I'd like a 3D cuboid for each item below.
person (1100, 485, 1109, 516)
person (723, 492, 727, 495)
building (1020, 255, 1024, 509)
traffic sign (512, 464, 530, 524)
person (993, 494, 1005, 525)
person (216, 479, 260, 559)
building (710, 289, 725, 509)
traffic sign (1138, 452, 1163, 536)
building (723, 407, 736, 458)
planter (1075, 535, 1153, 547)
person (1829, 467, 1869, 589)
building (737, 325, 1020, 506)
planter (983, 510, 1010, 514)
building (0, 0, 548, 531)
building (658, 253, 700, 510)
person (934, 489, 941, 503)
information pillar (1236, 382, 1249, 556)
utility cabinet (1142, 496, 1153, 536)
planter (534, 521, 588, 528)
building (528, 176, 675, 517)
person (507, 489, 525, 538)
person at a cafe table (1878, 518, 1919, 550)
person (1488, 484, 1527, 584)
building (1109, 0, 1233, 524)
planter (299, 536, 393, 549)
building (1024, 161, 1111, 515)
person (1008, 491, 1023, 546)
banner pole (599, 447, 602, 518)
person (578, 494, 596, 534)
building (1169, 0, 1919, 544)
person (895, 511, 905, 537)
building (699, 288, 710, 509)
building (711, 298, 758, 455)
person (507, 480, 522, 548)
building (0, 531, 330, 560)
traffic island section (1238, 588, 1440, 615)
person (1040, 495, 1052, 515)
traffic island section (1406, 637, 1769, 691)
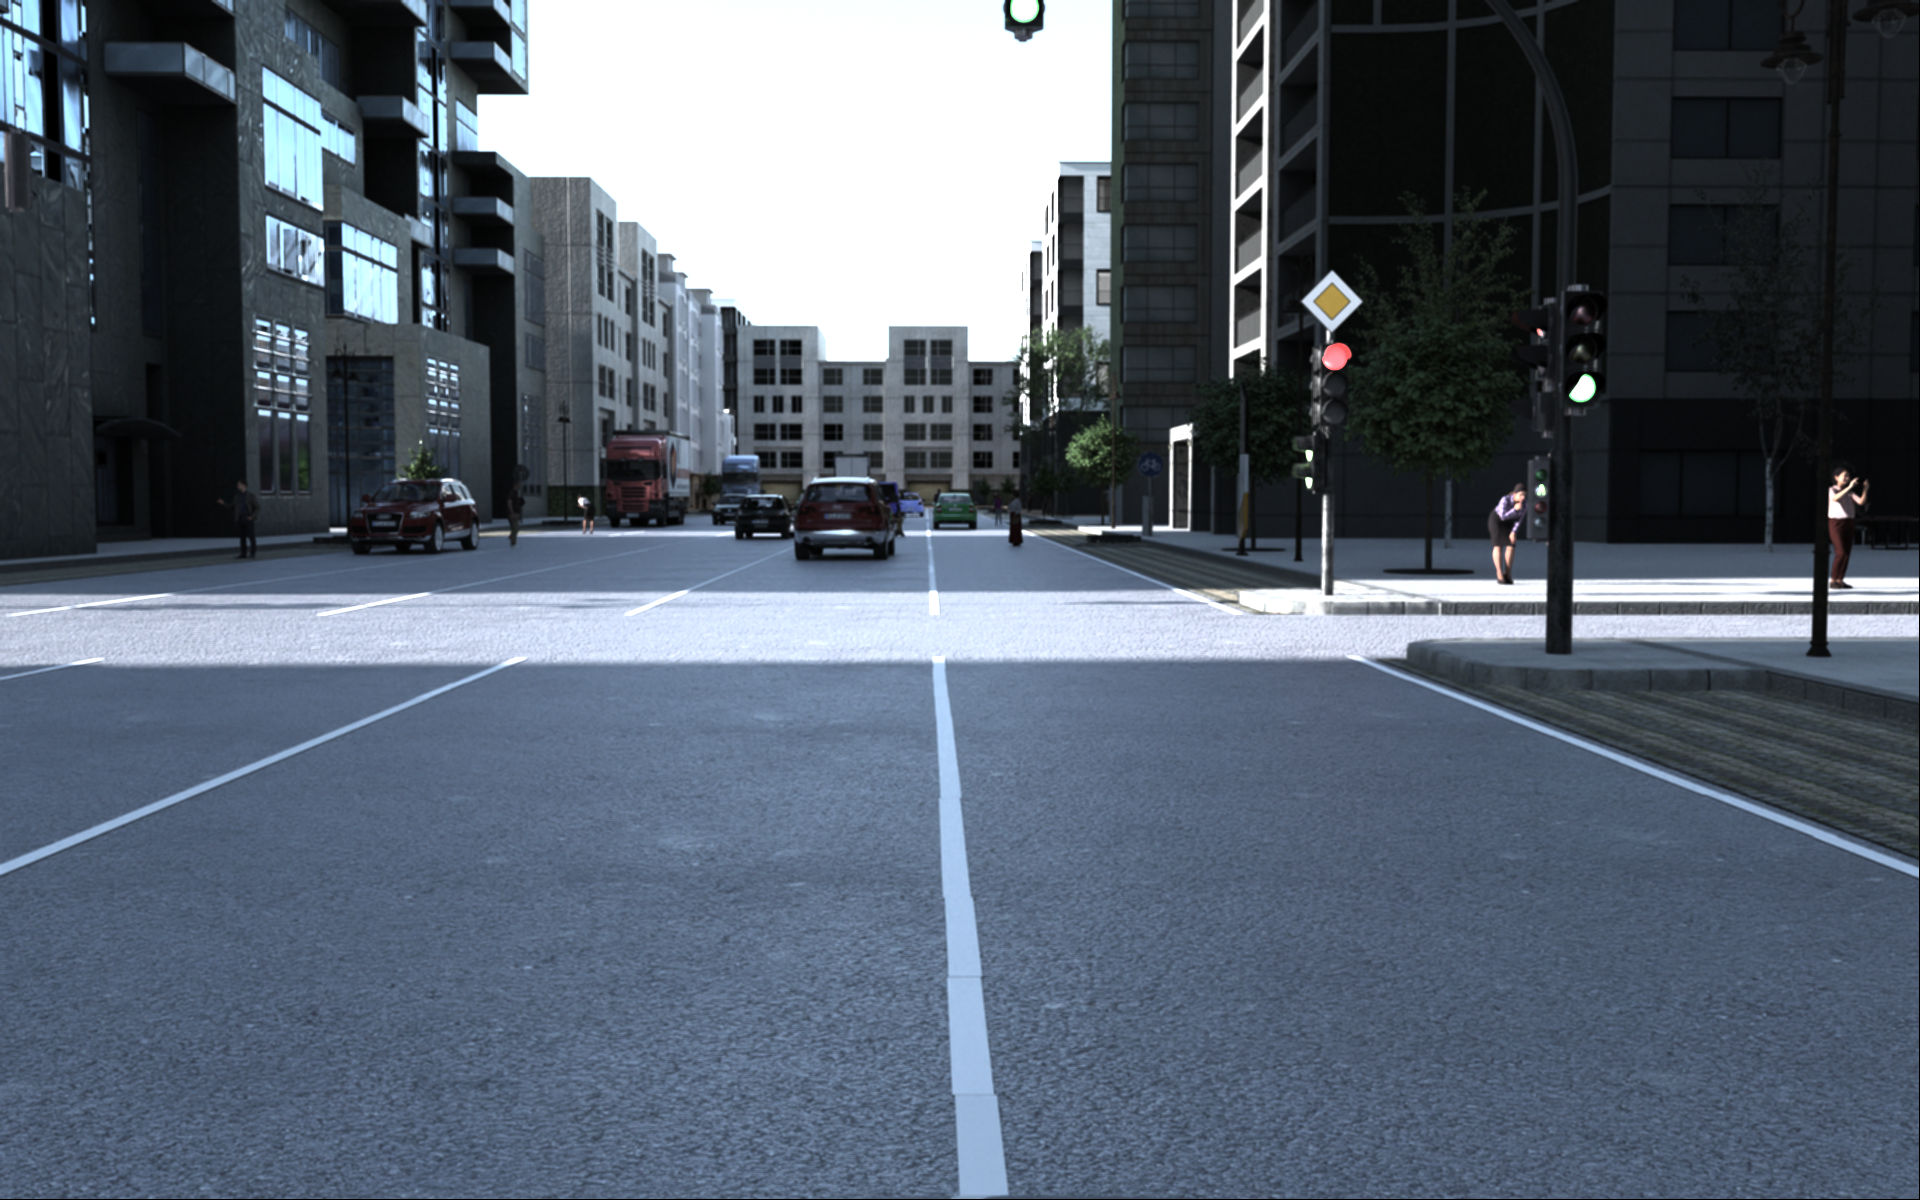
[{"bbox_3d":[8.819,-5.900,102.510,1.348,1.824,0.705,-2,4,-29],"label":"person"},{"bbox_3d":[-11.985,-4.714,87.783,0.499,1.552,0.429,0,4,7],"label":"person"},{"bbox_3d":[19.220,-19.105,156.337,27.936,21.610,32.646,0,4,-1],"label":"building"},{"bbox_3d":[-18.825,-4.535,74.258,0.768,2.556,0.104,1,4,9],"label":"traffic sign"},{"bbox_3d":[1.803,-4.136,79.356,0.726,1.434,0.776,0,4,-7],"label":"person"},{"bbox_3d":[-15.854,-1.775,38.054,0.617,1.759,0.750,2,4,31],"label":"person"},{"bbox_3d":[-29.423,-18.363,156.652,16.016,20.091,11.380,0,4,-1],"label":"building"},{"bbox_3d":[5.755,-3.197,52.373,0.768,2.556,0.104,0,4,0],"label":"traffic sign"},{"bbox_3d":[-36.241,-13.804,167.847,28.070,9.664,9.099,0,4,-1],"label":"building"},{"bbox_3d":[4.160,-1.607,47.420,1.991,0.319,1.994,0,4,-1],"label":"planter"},{"bbox_3d":[12.029,-0.978,23.501,0.517,1.644,0.566,2,4,27],"label":"person"},{"bbox_3d":[-7.697,-19.787,189.979,31.486,18.905,16.747,0,4,-1],"label":"building"},{"bbox_3d":[2.647,-6.276,123.753,1.991,0.319,1.994,0,4,-1],"label":"planter"},{"bbox_3d":[-31.850,-46.832,78.378,22.319,86.520,31.000,0,4,-1],"label":"building"},{"bbox_3d":[-29.133,-16.956,133.658,16.016,20.091,11.380,0,4,-1],"label":"building"},{"bbox_3d":[-1.141,-5.210,94.607,0.541,1.710,0.530,1,4,15],"label":"person"},{"bbox_3d":[5.904,-2.732,36.026,0.183,3.616,0.504,0,4,-4],"label":"information pillar"},{"bbox_3d":[5.805,-2.591,53.519,0.306,1.237,1.020,1,4,9],"label":"utility cabinet"},{"bbox_3d":[-16.813,-3.187,73.253,1.991,0.319,1.994,0,4,-1],"label":"planter"},{"bbox_3d":[-29.212,-15.036,112.297,16.747,18.905,31.486,0,4,-1],"label":"building"},{"bbox_3d":[-14.412,-2.786,55.926,0.662,1.594,0.647,2,4,24],"label":"person"},{"bbox_3d":[21.529,-1.813,40.509,1.726,1.238,1.698,3,5,44],"label":"person at a cafe table"},{"bbox_3d":[7.775,-0.931,24.493,0.421,1.427,0.697,-1,4,-15],"label":"person"},{"bbox_3d":[13.734,-24.182,78.978,14.154,41.232,14.086,0,4,-1],"label":"building"},{"bbox_3d":[-16.277,-1.533,46.196,1.991,0.319,1.994,0,4,-1],"label":"planter"},{"bbox_3d":[19.635,-17.080,123.234,27.936,21.610,32.646,0,4,-1],"label":"building"},{"bbox_3d":[1.538,-2.247,47.711,0.387,1.526,0.523,-2,4,-26],"label":"person"},{"bbox_3d":[-19.231,-6.270,92.533,0.401,3.779,0.863,-1,4,-18],"label":"banner pole"},{"bbox_3d":[-13.569,-3.126,62.795,0.799,1.438,0.628,1,4,9],"label":"person"},{"bbox_3d":[18.272,-37.590,52.848,20.563,71.187,20.611,0,4,-1],"label":"building"},{"bbox_3d":[-2.164,-2.555,58.195,0.695,0.859,0.347,1,4,20],"label":"person"},{"bbox_3d":[-29.947,-17.650,145.003,16.016,20.091,11.380,0,4,-1],"label":"building"},{"bbox_3d":[-39.978,-21.439,194.497,32.646,21.610,27.936,0,4,-1],"label":"building"},{"bbox_3d":[-11.823,-2.292,46.098,0.434,1.807,0.598,1,4,10],"label":"person"},{"bbox_3d":[-29.872,-44.453,39.483,22.319,86.520,31.000,0,4,-1],"label":"building"},{"bbox_3d":[4.677,0.020,21.959,2.009,0.180,2.903,0,4,-1],"label":"traffic island section"},{"bbox_3d":[5.337,-6.110,106.488,0.434,1.755,0.990,-3,5,-39],"label":"person"},{"bbox_3d":[4.836,0.508,13.975,2.009,0.180,2.903,0,4,-1],"label":"traffic island section"}]
